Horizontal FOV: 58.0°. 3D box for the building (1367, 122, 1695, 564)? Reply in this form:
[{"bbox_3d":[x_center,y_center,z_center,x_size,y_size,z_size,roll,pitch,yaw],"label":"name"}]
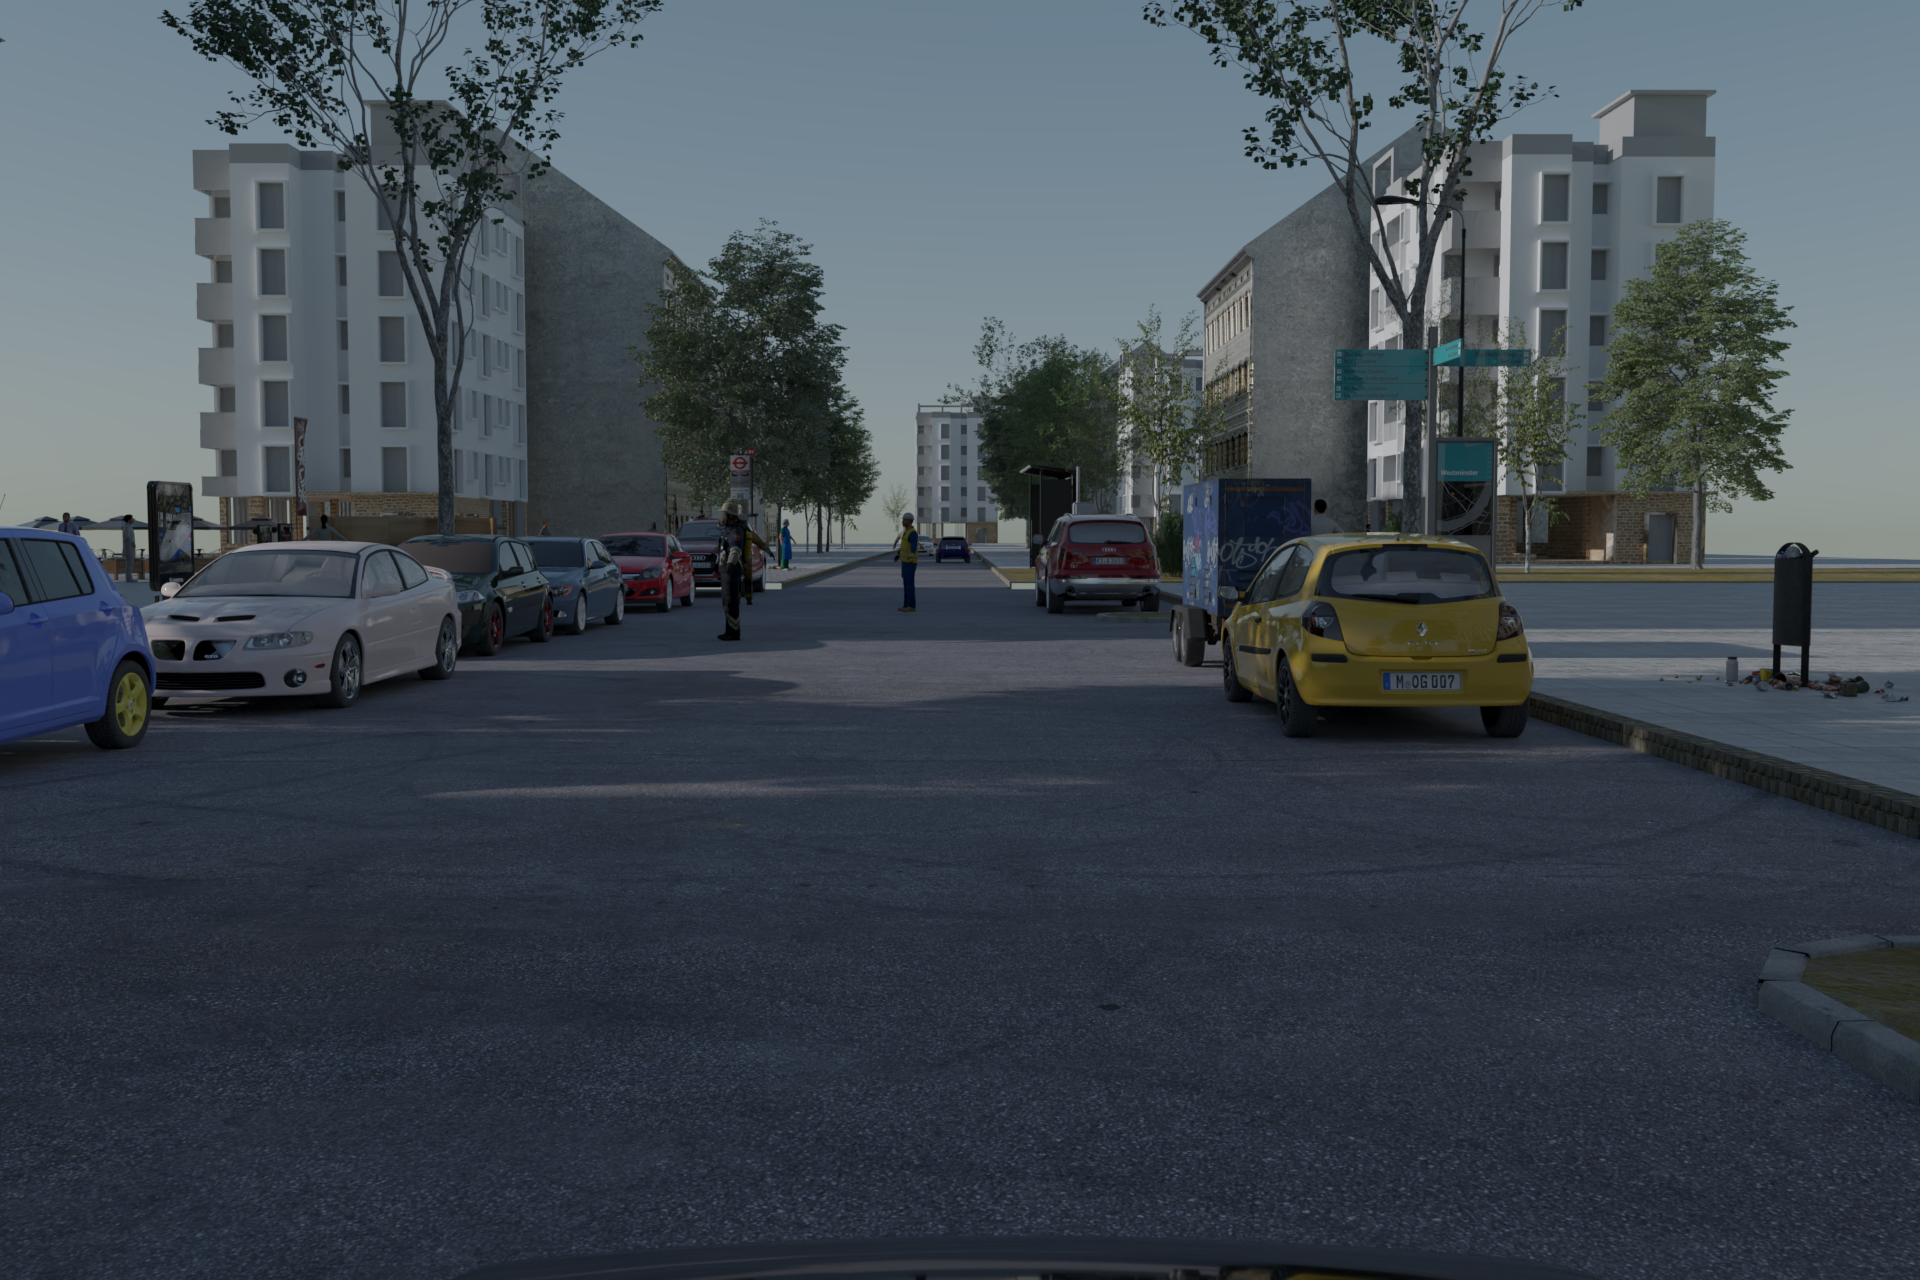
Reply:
[{"bbox_3d":[25.735,-14.046,86.066,16.016,20.090,11.380,0,4,0],"label":"building"}]

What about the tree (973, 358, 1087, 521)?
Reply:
[{"bbox_3d":[5.548,-13.469,126.878,9.857,13.997,8.962,0,3,0],"label":"tree"}]

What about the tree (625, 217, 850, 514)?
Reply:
[{"bbox_3d":[-9.060,-10.073,71.356,9.857,13.997,8.962,0,3,0],"label":"tree"}]

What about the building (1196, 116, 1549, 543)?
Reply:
[{"bbox_3d":[24.645,-16.487,100.484,19.493,23.208,18.063,0,3,0],"label":"building"}]

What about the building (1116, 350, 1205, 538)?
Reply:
[{"bbox_3d":[21.337,-19.665,177.934,16.016,20.090,11.380,0,3,0],"label":"building"}]

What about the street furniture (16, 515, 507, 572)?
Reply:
[{"bbox_3d":[-30.790,-3.367,60.078,27.439,1.986,14.083,0,4,4],"label":"street furniture"}]

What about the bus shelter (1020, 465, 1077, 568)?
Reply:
[{"bbox_3d":[3.167,-4.315,61.830,1.731,3.624,6.357,0,4,-1],"label":"bus shelter"}]

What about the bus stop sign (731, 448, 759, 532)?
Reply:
[{"bbox_3d":[-6.663,-3.973,53.657,0.855,3.939,0.416,0,3,0],"label":"bus stop sign"}]

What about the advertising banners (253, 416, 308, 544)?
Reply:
[{"bbox_3d":[-9.883,-1.781,25.311,0.090,3.025,2.074,0,3,0],"label":"advertising banners"}]

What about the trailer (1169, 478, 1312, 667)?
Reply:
[{"bbox_3d":[3.115,-0.775,19.727,1.471,1.999,3.904,0,4,0],"label":"trailer"}]

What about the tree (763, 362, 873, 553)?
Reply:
[{"bbox_3d":[-9.708,-12.003,114.376,7.486,12.596,7.792,0,3,0],"label":"tree"}]

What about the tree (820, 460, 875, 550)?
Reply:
[{"bbox_3d":[-9.082,-11.534,138.939,4.737,8.622,4.395,0,3,0],"label":"tree"}]

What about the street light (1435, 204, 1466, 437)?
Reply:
[{"bbox_3d":[7.460,-3.143,23.928,1.470,5.913,1.316,0,4,-1],"label":"street light"}]

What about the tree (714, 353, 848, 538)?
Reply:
[{"bbox_3d":[-9.601,-9.514,89.963,8.767,10.594,7.601,1,4,18],"label":"tree"}]

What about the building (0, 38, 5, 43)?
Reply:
[{"bbox_3d":[-31.668,-11.824,33.978,13.314,22.015,24.055,0,4,-1],"label":"building"}]

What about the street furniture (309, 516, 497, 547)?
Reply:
[{"bbox_3d":[-16.171,-2.469,47.216,11.010,1.723,9.812,-1,4,-18],"label":"street furniture"}]

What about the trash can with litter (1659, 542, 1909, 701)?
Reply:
[{"bbox_3d":[6.949,-0.198,14.297,1.678,1.210,2.233,0,3,0],"label":"trash can with litter"}]

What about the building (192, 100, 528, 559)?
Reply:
[{"bbox_3d":[-27.485,-13.487,76.939,16.016,20.090,11.380,0,4,1],"label":"building"}]

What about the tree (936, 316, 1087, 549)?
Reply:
[{"bbox_3d":[4.832,-18.076,151.431,12.611,20.169,13.585,0,3,0],"label":"tree"}]

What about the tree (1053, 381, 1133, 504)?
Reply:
[{"bbox_3d":[6.163,-8.168,83.904,4.360,8.622,3.978,0,3,0],"label":"tree"}]

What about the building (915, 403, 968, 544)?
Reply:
[{"bbox_3d":[-6.008,-23.486,242.873,11.380,20.090,16.016,1,4,8],"label":"building"}]

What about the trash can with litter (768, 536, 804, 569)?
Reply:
[{"bbox_3d":[-6.513,-3.231,63.876,1.678,1.210,2.233,0,3,0],"label":"trash can with litter"}]

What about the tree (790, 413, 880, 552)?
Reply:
[{"bbox_3d":[-9.349,-11.728,126.170,7.601,10.594,8.767,-1,4,-14],"label":"tree"}]

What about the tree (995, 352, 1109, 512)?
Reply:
[{"bbox_3d":[5.806,-11.615,108.028,7.486,12.596,7.792,0,3,0],"label":"tree"}]

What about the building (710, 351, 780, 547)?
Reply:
[{"bbox_3d":[-28.813,-21.383,180.542,19.493,23.208,18.063,0,4,-1],"label":"building"}]

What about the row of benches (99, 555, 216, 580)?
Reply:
[{"bbox_3d":[-23.161,-2.111,49.973,1.422,0.672,4.104,1,4,18],"label":"row of benches"}]

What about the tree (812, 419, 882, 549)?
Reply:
[{"bbox_3d":[-10.075,-13.565,147.546,9.928,11.665,9.643,0,3,0],"label":"tree"}]

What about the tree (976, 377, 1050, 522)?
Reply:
[{"bbox_3d":[5.931,-14.148,137.979,9.857,13.997,8.962,0,3,0],"label":"tree"}]

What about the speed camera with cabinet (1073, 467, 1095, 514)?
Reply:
[{"bbox_3d":[3.667,-3.411,50.110,0.660,3.252,2.038,0,4,-2],"label":"speed camera with cabinet"}]

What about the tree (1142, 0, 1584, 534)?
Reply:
[{"bbox_3d":[8.126,-10.988,35.537,12.611,20.169,13.585,0,3,0],"label":"tree"}]

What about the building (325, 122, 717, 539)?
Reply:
[{"bbox_3d":[-25.155,-16.563,101.732,19.493,23.208,18.063,0,4,0],"label":"building"}]

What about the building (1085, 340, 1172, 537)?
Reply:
[{"bbox_3d":[21.195,-22.917,205.625,19.493,23.208,18.063,0,4,0],"label":"building"}]

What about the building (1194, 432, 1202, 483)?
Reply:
[{"bbox_3d":[23.693,-11.310,127.072,9.099,9.664,28.070,0,4,0],"label":"building"}]

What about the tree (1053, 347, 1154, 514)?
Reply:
[{"bbox_3d":[5.408,-7.264,69.132,4.360,8.622,3.978,0,3,0],"label":"tree"}]

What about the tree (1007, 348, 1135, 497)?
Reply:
[{"bbox_3d":[6.219,-10.418,96.086,9.928,11.665,9.643,0,3,0],"label":"tree"}]

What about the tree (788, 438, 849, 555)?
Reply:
[{"bbox_3d":[-9.597,-9.537,106.291,4.360,8.622,3.978,0,3,0],"label":"tree"}]
